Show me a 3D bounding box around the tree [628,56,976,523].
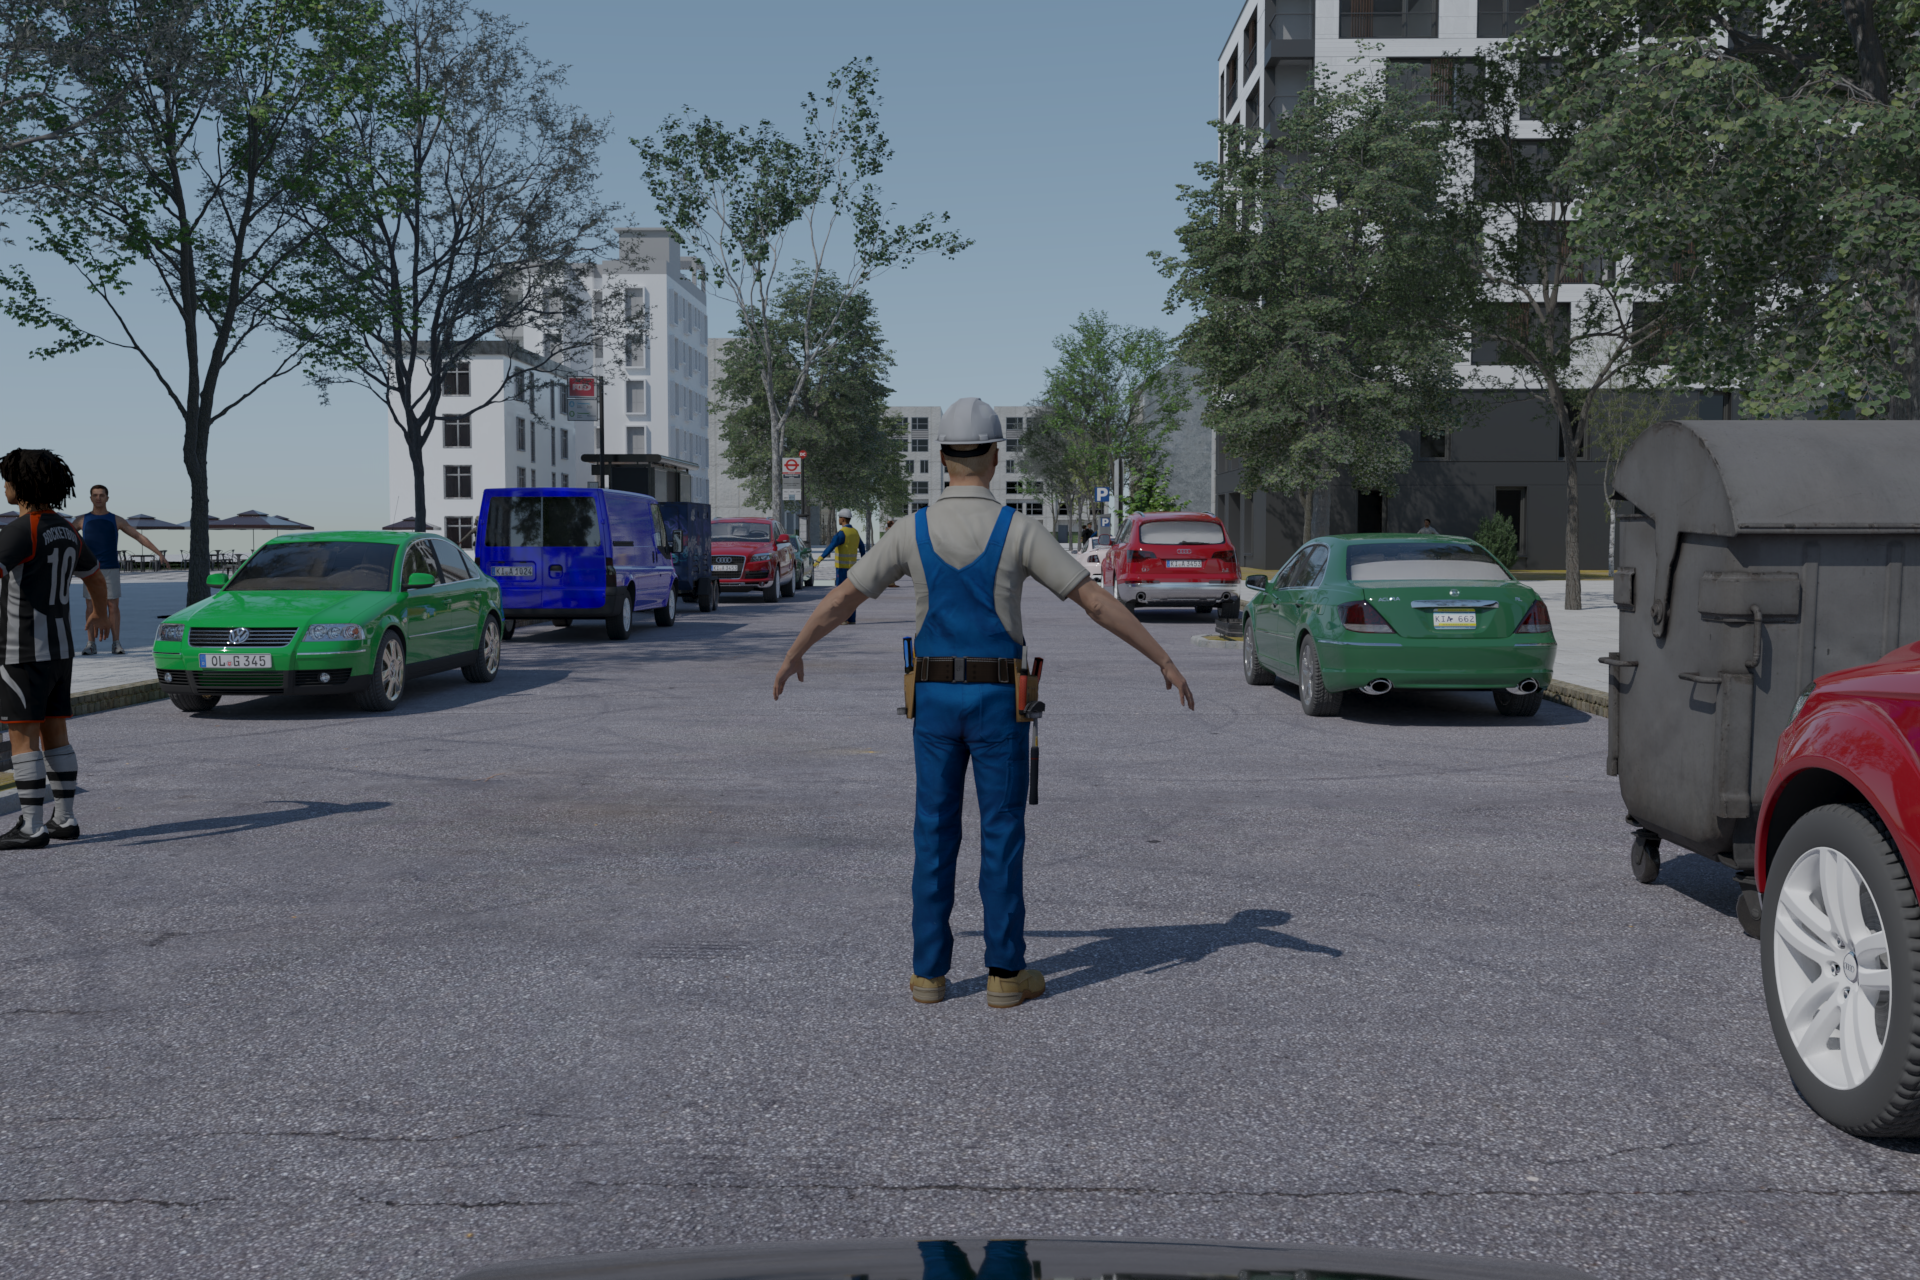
[{"bbox_3d":[-6.174,-12.998,68.407,12.611,20.169,13.585,0,3,0],"label":"tree"}]

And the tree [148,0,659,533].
[{"bbox_3d":[-11.507,-7.720,36.588,12.009,13.543,11.850,0,3,0],"label":"tree"}]

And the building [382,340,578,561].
[{"bbox_3d":[-24.188,-8.996,89.227,9.099,9.664,28.070,0,3,0],"label":"building"}]

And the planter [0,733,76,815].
[{"bbox_3d":[-5.884,0.737,9.090,1.991,0.319,1.994,0,4,0],"label":"planter"}]

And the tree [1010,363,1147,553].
[{"bbox_3d":[8.288,-12.725,118.425,12.009,13.543,11.850,0,3,0],"label":"tree"}]

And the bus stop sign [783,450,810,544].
[{"bbox_3d":[-5.227,-4.073,55.298,0.855,3.939,0.416,0,4,0],"label":"bus stop sign"}]

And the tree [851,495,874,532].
[{"bbox_3d":[-13.389,-17.859,242.350,4.737,8.622,4.395,0,3,0],"label":"tree"}]

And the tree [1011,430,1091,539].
[{"bbox_3d":[8.362,-13.760,150.727,9.928,11.665,9.643,0,3,0],"label":"tree"}]

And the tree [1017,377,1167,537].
[{"bbox_3d":[7.741,-10.058,98.861,8.767,10.594,7.601,-1,4,-17],"label":"tree"}]

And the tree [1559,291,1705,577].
[{"bbox_3d":[19.476,-6.227,52.178,4.360,8.622,3.978,0,3,0],"label":"tree"}]

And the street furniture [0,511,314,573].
[{"bbox_3d":[-31.060,-3.301,59.002,14.083,1.986,27.439,1,4,11],"label":"street furniture"}]

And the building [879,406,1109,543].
[{"bbox_3d":[4.776,-23.058,245.920,31.486,18.905,16.747,0,4,1],"label":"building"}]

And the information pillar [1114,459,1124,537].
[{"bbox_3d":[5.036,-3.892,54.942,0.184,3.620,1.656,0,4,1],"label":"information pillar"}]

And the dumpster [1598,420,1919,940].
[{"bbox_3d":[3.528,0.100,6.581,1.865,1.857,1.264,0,3,0],"label":"dumpster"}]

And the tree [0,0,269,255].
[{"bbox_3d":[-11.209,-6.442,15.695,12.009,13.543,11.850,0,3,0],"label":"tree"}]

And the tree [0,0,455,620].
[{"bbox_3d":[-11.494,-6.133,26.030,9.928,11.665,9.643,0,3,0],"label":"tree"}]

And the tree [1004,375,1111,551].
[{"bbox_3d":[8.354,-13.539,131.731,12.009,13.543,11.850,0,3,0],"label":"tree"}]

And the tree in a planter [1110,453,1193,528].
[{"bbox_3d":[4.233,-2.516,38.362,1.991,3.239,1.994,0,4,0],"label":"tree in a planter"}]

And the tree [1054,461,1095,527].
[{"bbox_3d":[9.131,-11.681,141.347,4.737,8.622,4.395,0,3,0],"label":"tree"}]

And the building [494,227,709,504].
[{"bbox_3d":[-22.751,-15.404,108.272,16.016,20.090,11.380,0,4,1],"label":"building"}]

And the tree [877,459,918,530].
[{"bbox_3d":[-6.391,-12.490,154.569,4.360,8.622,3.978,0,3,0],"label":"tree"}]

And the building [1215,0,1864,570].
[{"bbox_3d":[25.068,-14.249,76.952,27.936,21.610,32.646,0,4,1],"label":"building"}]

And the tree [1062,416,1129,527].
[{"bbox_3d":[8.194,-9.571,106.855,4.737,8.622,4.395,0,3,0],"label":"tree"}]

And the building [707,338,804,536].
[{"bbox_3d":[-24.911,-18.696,172.143,16.747,18.905,31.486,0,3,0],"label":"building"}]

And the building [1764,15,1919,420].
[{"bbox_3d":[25.728,-17.576,33.488,12.429,33.558,17.177,0,4,0],"label":"building"}]

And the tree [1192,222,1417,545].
[{"bbox_3d":[11.397,-8.020,56.889,9.928,11.665,9.643,0,3,0],"label":"tree"}]

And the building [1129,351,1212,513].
[{"bbox_3d":[27.947,-21.561,183.452,19.493,23.208,18.063,0,4,1],"label":"building"}]

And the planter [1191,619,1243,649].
[{"bbox_3d":[4.037,-0.082,22.480,1.991,0.319,1.994,0,4,0],"label":"planter"}]

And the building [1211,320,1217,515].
[{"bbox_3d":[27.969,-15.528,120.341,16.747,18.905,31.486,0,4,1],"label":"building"}]

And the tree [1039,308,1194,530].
[{"bbox_3d":[7.251,-9.464,80.499,9.928,11.665,9.643,0,3,0],"label":"tree"}]

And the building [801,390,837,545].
[{"bbox_3d":[-24.713,-22.811,203.894,19.493,23.208,18.063,0,4,2],"label":"building"}]

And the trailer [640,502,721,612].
[{"bbox_3d":[-5.277,-1.487,31.366,1.471,1.999,3.904,0,4,1],"label":"trailer"}]
